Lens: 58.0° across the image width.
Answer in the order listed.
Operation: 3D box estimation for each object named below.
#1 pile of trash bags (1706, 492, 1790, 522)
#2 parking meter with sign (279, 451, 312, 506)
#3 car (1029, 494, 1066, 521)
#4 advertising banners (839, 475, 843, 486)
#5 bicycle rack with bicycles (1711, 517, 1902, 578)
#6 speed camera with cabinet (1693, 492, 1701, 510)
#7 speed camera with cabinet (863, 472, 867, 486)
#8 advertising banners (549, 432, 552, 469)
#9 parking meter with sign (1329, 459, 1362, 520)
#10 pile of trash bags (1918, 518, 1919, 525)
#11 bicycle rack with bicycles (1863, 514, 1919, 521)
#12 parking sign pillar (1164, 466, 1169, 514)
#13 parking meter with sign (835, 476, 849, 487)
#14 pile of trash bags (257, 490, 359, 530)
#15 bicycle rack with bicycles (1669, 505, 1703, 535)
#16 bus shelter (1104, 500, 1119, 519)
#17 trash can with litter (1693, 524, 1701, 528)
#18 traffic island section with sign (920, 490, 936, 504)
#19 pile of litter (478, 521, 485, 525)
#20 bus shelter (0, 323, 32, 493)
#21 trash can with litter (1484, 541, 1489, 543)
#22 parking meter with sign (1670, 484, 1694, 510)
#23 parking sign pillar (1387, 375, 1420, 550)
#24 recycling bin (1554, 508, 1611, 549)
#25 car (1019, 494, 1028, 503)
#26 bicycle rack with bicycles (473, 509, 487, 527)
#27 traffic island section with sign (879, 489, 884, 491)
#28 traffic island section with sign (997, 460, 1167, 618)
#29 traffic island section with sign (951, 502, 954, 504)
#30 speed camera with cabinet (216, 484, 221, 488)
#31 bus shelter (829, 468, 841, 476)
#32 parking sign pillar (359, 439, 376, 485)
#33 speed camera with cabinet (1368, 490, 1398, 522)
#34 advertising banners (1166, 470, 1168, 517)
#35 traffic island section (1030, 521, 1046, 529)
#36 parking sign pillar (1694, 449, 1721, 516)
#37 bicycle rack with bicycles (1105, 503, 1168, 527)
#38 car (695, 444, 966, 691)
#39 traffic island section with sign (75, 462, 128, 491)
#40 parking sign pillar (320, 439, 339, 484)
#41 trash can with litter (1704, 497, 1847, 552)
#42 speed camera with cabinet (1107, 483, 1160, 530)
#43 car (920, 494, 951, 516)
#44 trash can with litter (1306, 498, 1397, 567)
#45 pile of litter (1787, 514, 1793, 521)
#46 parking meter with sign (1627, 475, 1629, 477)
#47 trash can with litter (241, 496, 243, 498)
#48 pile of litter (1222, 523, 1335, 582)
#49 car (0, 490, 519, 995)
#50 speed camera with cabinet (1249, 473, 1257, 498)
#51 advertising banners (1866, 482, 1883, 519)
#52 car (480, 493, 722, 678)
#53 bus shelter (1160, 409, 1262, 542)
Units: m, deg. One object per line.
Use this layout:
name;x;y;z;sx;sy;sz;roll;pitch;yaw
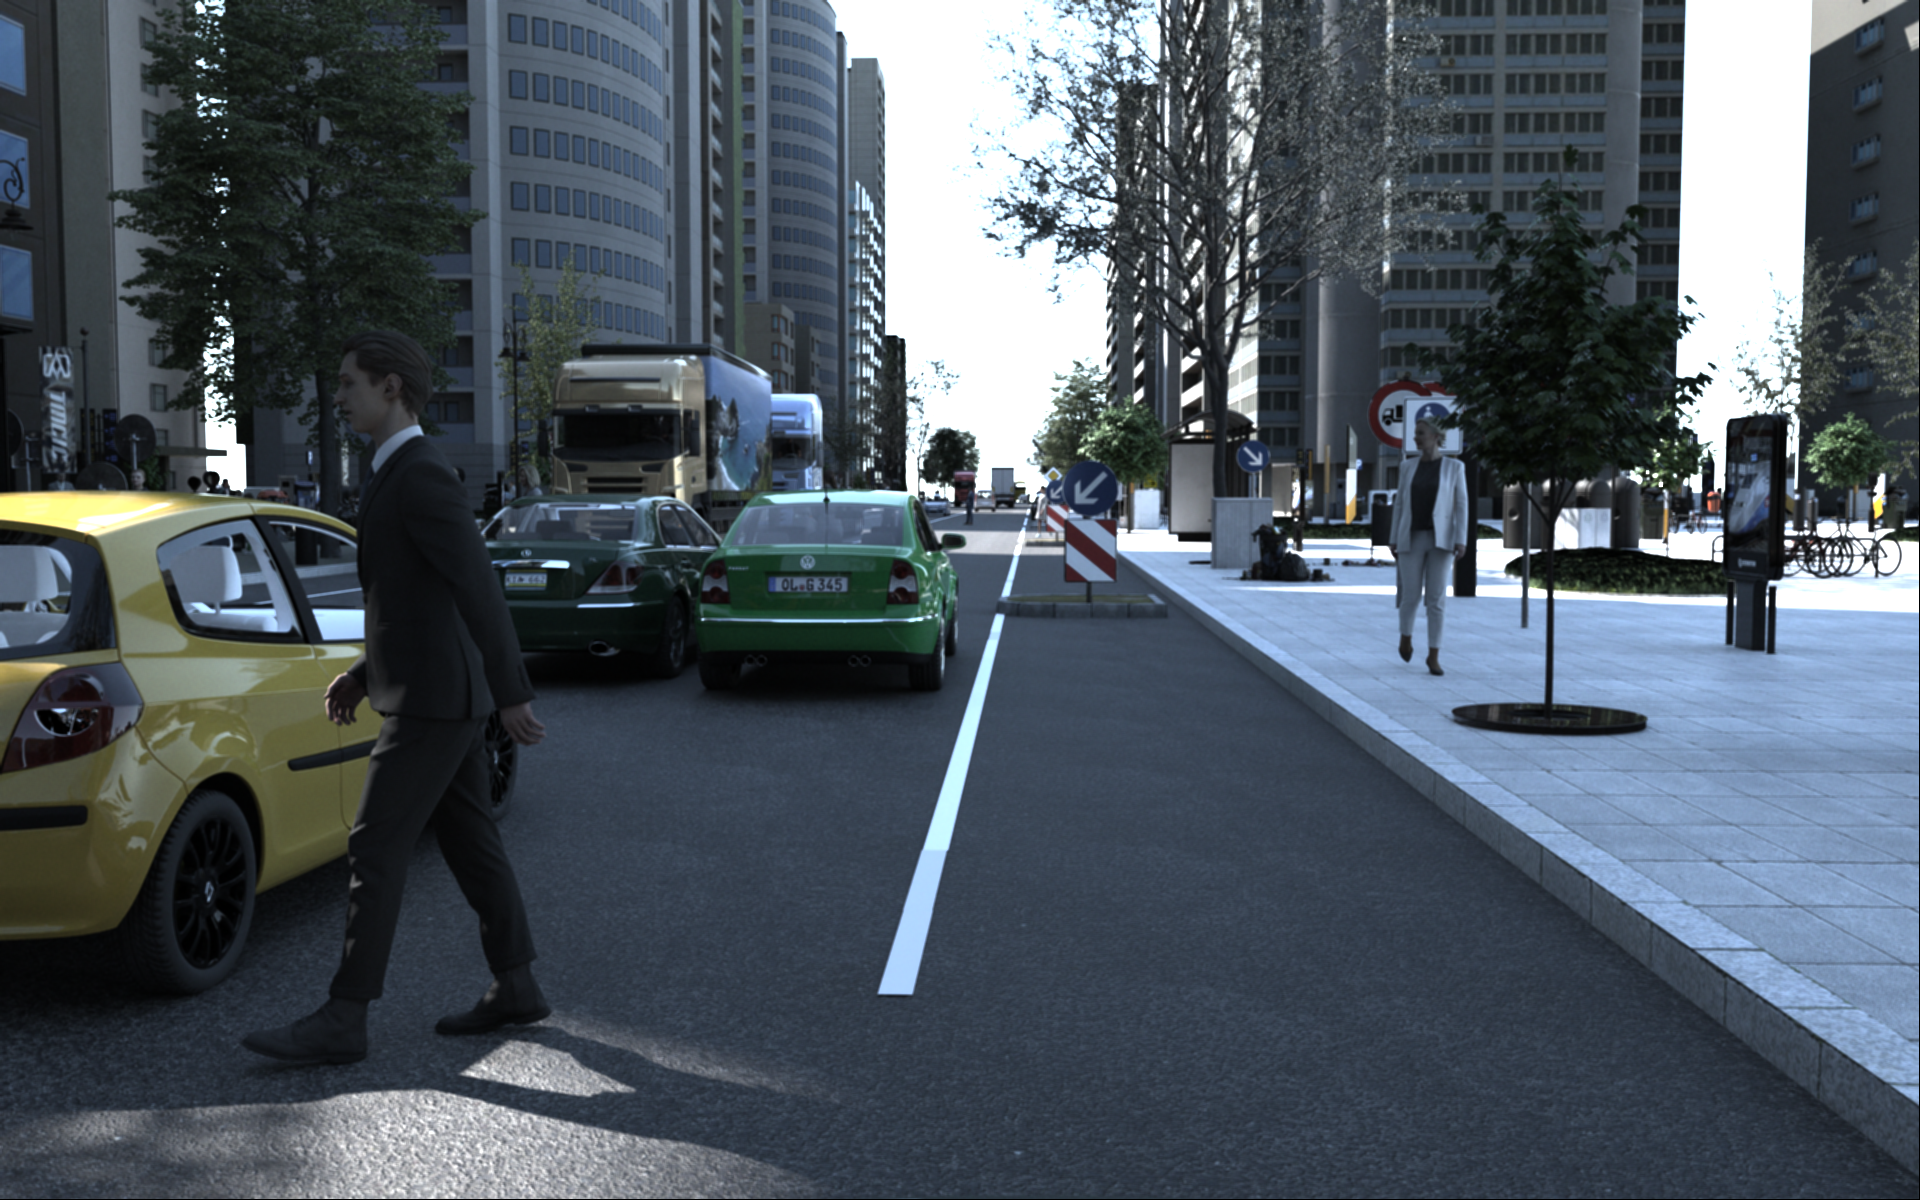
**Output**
pile of trash bags;35.998;-4.265;79.486;3.447;1.369;1.912;0;4;-2
parking meter with sign;-27.153;-4.515;70.087;1.738;3.016;0.543;0;4;-4
car;4.550;-4.889;89.715;2.009;1.686;4.222;0;4;3
advertising banners;-11.265;-9.691;154.633;2.074;3.025;0.090;-2;4;-33
bicycle rack with bicycles;13.342;-0.850;27.284;2.925;0.926;2.852;0;4;1
speed camera with cabinet;58.434;-8.840;138.862;2.038;3.252;0.660;2;4;28
speed camera with cabinet;-7.982;-9.678;152.569;2.038;3.252;0.660;-2;4;-31
advertising banners;-11.409;-3.261;49.505;0.090;3.025;2.074;0;4;5
parking meter with sign;19.205;-5.521;86.537;0.543;3.016;1.738;-3;5;-39
pile of trash bags;30.196;-2.547;51.399;1.912;1.369;3.447;-2;4;-27
bicycle rack with bicycles;45.559;-4.245;82.783;2.852;0.926;2.925;0;4;-5
parking sign pillar;13.224;-7.216;106.456;1.447;3.967;1.447;0;4;-4
parking meter with sign;-10.452;-9.798;156.454;1.738;3.016;0.543;1;4;17
pile of trash bags;-16.115;-2.089;43.904;1.912;1.369;3.447;3;5;43
bicycle rack with bicycles;22.341;-2.569;55.392;2.852;0.926;2.925;1;4;9
bus shelter;8.332;-6.797;88.758;2.179;5.291;8.768;0;4;2
trash can with litter;28.932;-3.373;66.201;2.233;1.210;1.678;1;4;22
traffic island section with sign;-3.825;-10.525;180.712;1.989;1.847;2.006;0;4;2
pile of litter;-19.243;-3.507;71.304;1.176;0.858;1.719;0;4;-5
bus shelter;-14.142;-1.858;21.657;1.731;3.624;6.357;0;4;2
trash can with litter;12.739;-2.108;45.515;2.233;1.210;1.678;2;4;33
parking meter with sign;48.917;-7.461;118.253;1.738;3.016;0.543;0;4;-5
parking sign pillar;10.611;-3.144;39.884;1.447;3.967;1.447;3;4;36
recycling bin;10.941;-1.099;30.524;0.722;1.027;0.722;-1;4;-23
car;10.912;-17.238;294.195;2.083;1.381;4.827;0;4;2
bicycle rack with bicycles;-12.949;-1.751;42.017;2.852;0.926;2.925;-3;5;-42
traffic island section with sign;-5.929;-7.481;130.945;1.989;1.847;2.006;0;4;2
traffic island section with sign;1.449;-0.758;21.025;1.989;1.847;2.006;0;4;2
traffic island section with sign;-0.311;-15.593;263.573;1.989;1.847;2.006;0;4;2
speed camera with cabinet;-67.266;-10.041;158.513;2.038;3.252;0.660;2;4;30
bus shelter;-10.195;-8.317;129.903;2.014;3.302;5.546;0;4;2
parking sign pillar;-28.498;-5.823;83.674;1.447;3.967;1.447;3;5;40
speed camera with cabinet;19.880;-5.221;79.699;2.038;3.252;0.660;0;4;5
advertising banners;11.807;-6.235;98.125;0.090;3.025;2.074;1;4;13
traffic island section;3.954;-3.079;72.626;2.009;0.180;2.903;0;4;2
parking sign pillar;44.160;-6.957;102.214;1.447;3.967;1.447;1;4;8
bicycle rack with bicycles;7.024;-3.402;69.007;2.852;0.926;2.925;-1;4;-21
car;-0.951;-0.320;14.032;1.959;1.807;4.718;0;4;2
traffic island section with sign;-10.591;-0.744;20.790;1.989;1.847;2.006;0;4;2
parking sign pillar;-30.823;-5.884;84.669;1.447;3.967;1.447;0;4;3
trash can with litter;18.229;-1.693;38.734;1.678;1.210;2.233;-3;4;-37
speed camera with cabinet;6.149;-4.166;62.455;2.038;3.252;0.660;-1;4;-9
car;-1.589;-6.190;113.207;2.014;1.417;4.499;0;4;3
trash can with litter;7.253;-1.230;31.173;2.233;1.210;1.678;0;4;1
pile of litter;39.757;-4.255;83.537;1.719;0.858;1.176;-1;4;-19
parking meter with sign;45.862;-7.474;118.461;0.543;3.016;1.738;0;4;-2
trash can with litter;-55.780;-7.485;133.766;1.055;1.170;0.624;-1;4;-11
pile of litter;4.762;-0.730;25.895;1.176;0.858;1.719;-3;4;-37
car;-2.913;0.233;6.421;2.015;1.641;3.980;0;4;3
speed camera with cabinet;14.420;-5.621;86.242;0.660;3.252;2.038;1;4;9
advertising banners;46.323;-5.597;87.694;2.074;3.025;0.090;-3;4;-36
car;-3.005;-0.192;14.938;2.131;1.459;4.920;0;4;4
bus shelter;6.254;-3.053;43.840;2.014;3.302;5.546;0;4;3
